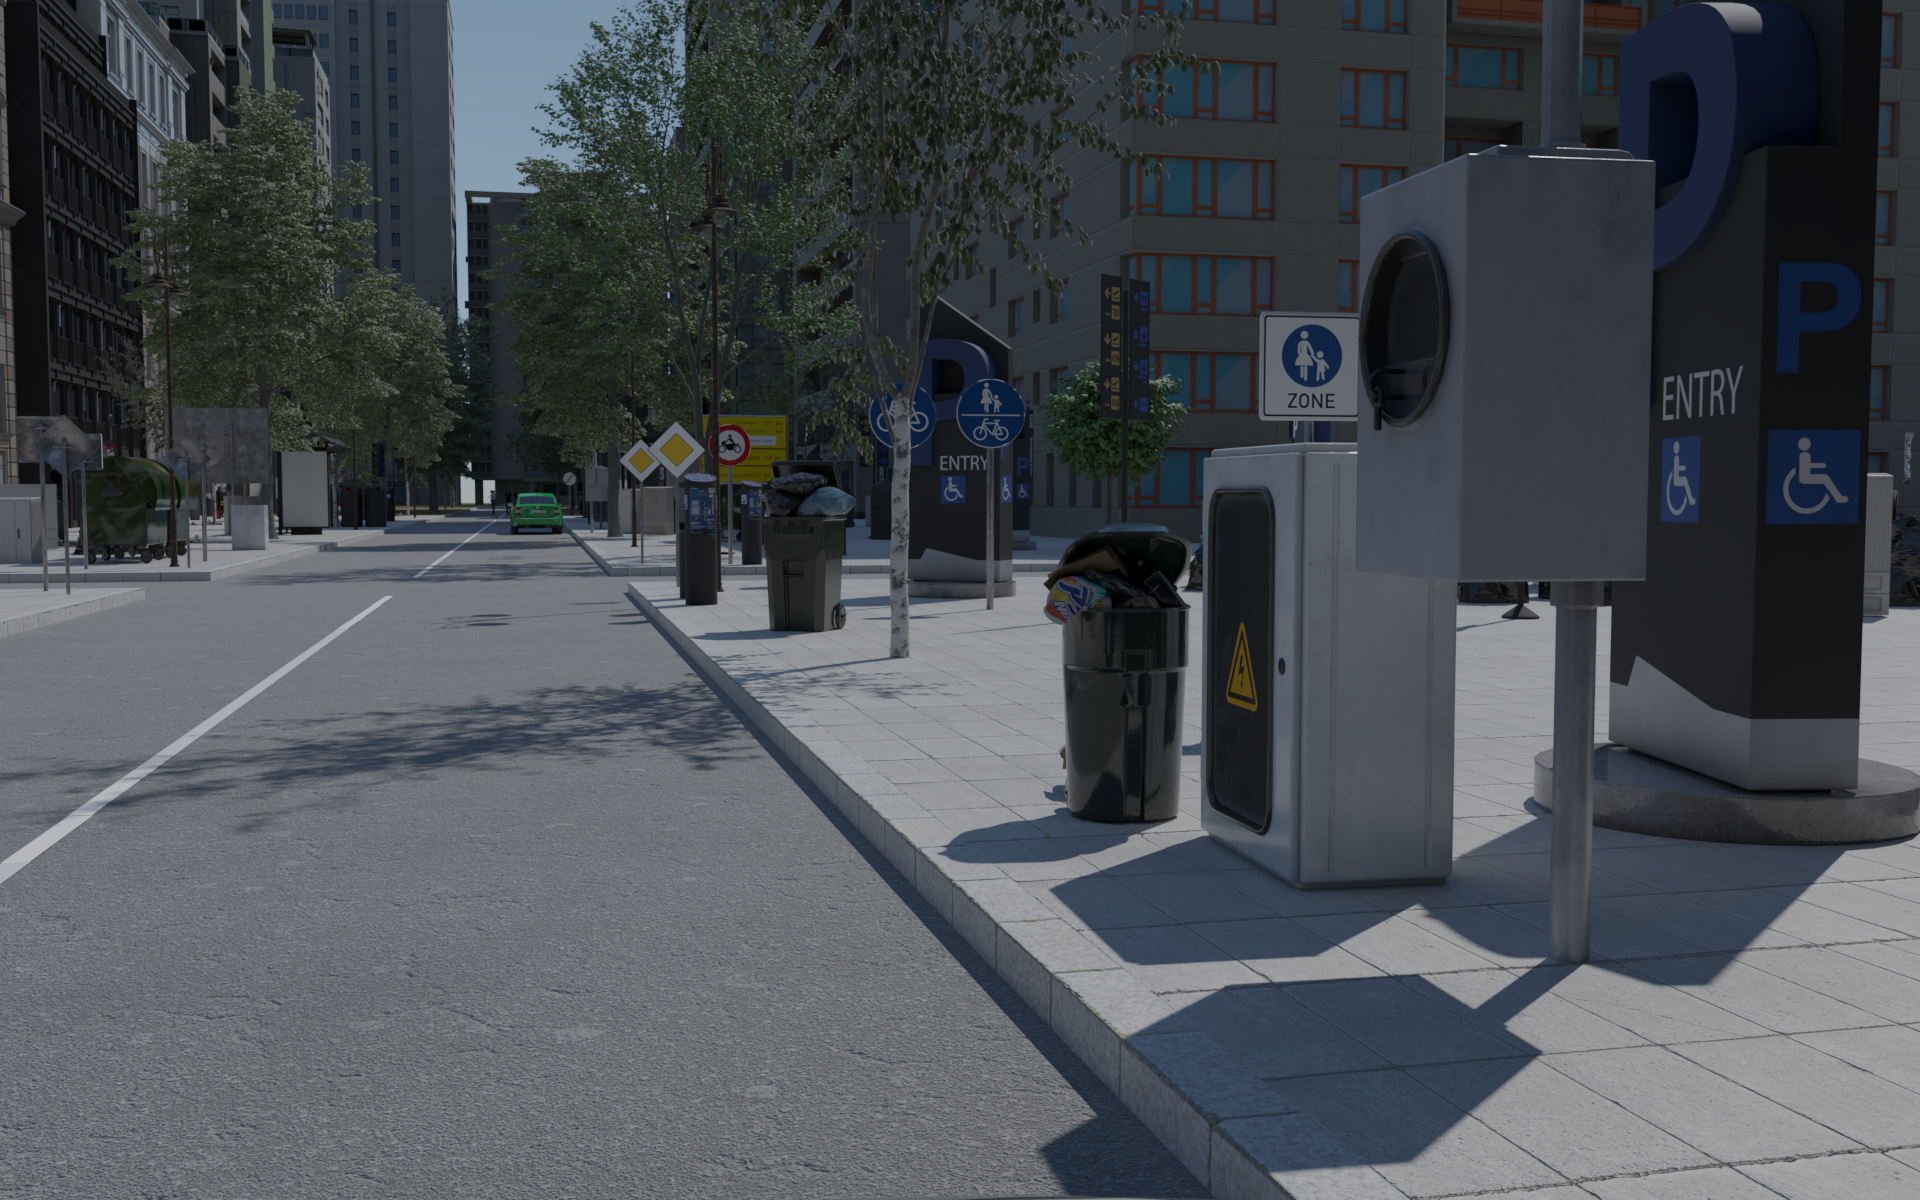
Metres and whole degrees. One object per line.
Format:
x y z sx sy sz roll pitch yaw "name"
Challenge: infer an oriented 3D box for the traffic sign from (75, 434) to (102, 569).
-14.894 -1.671 29.458 0.606 2.300 0.079 0 4 -5 "traffic sign"

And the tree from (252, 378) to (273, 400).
-32.963 -7.727 76.698 4.360 8.622 3.978 0 3 0 "tree"

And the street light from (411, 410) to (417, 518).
-29.420 -7.371 93.303 0.468 5.910 1.993 -1 4 -14 "street light"

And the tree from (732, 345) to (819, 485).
-9.024 -8.225 84.845 4.737 8.622 4.395 0 3 0 "tree"

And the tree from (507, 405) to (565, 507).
-40.963 -16.250 176.057 12.009 13.543 11.850 0 3 0 "tree"

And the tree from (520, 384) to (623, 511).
-28.916 -13.789 132.110 9.857 13.997 8.962 0 3 0 "tree"

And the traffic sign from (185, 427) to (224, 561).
-14.384 -2.007 32.926 0.768 2.556 0.104 0 4 -7 "traffic sign"

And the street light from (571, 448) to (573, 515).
-23.391 -8.042 104.279 0.468 5.910 1.993 -1 4 -14 "street light"

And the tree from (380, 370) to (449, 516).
-32.595 -9.321 102.766 4.360 8.622 3.978 0 3 0 "tree"

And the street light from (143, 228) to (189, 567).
-13.845 -3.521 30.349 0.468 5.910 1.993 -1 4 -14 "street light"

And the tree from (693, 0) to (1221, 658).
-0.310 -3.864 13.531 4.360 8.622 3.978 0 3 0 "tree"

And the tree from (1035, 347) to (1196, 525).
3.287 -3.254 36.918 4.285 4.588 4.351 0 3 0 "tree"

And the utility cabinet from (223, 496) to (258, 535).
-22.838 -2.683 55.032 0.306 1.237 1.020 3 4 39 "utility cabinet"

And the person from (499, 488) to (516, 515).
-31.294 -6.818 119.983 1.348 1.822 0.705 1 4 17 "person"

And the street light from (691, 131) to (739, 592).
-3.184 -3.044 22.551 0.468 5.910 1.993 -1 4 -14 "street light"

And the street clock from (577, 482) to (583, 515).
-23.026 -6.159 105.276 0.471 2.002 0.358 -1 4 -20 "street clock"

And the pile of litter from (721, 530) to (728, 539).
-7.220 -2.184 49.680 1.176 0.858 1.719 -1 4 -13 "pile of litter"

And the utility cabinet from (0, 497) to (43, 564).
-17.497 -1.284 32.149 1.020 1.237 0.306 1 4 22 "utility cabinet"

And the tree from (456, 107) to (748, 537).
-10.173 -8.127 50.996 7.486 12.596 7.792 0 3 0 "tree"

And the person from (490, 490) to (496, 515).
-32.812 -6.854 121.493 0.436 1.711 0.756 1 4 19 "person"

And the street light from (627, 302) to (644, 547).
-7.883 -4.219 41.768 0.468 5.910 1.993 -1 4 -14 "street light"

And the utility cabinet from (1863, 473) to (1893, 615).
9.147 -0.587 18.283 1.173 1.500 0.318 1 4 15 "utility cabinet"

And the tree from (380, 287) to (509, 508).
-48.219 -18.645 160.733 12.611 20.169 13.585 0 3 0 "tree"

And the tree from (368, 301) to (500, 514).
-34.708 -12.677 113.928 9.857 13.997 8.962 0 3 0 "tree"

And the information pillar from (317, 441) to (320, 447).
-28.364 -5.215 76.627 0.183 3.616 0.504 -2 4 -25 "information pillar"

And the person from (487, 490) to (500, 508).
-47.816 -10.344 177.620 1.348 1.824 0.705 -2 4 -33 "person"

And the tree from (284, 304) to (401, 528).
-23.449 -7.014 65.036 4.737 8.622 4.395 0 3 0 "tree"

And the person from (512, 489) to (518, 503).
-36.395 -8.167 142.054 0.705 1.821 1.348 1 4 22 "person"

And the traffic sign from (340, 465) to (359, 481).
-26.282 -4.558 74.624 0.768 2.556 0.104 -1 4 -12 "traffic sign"

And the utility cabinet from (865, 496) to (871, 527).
-3.165 -3.430 67.244 1.020 1.237 0.306 2 4 23 "utility cabinet"

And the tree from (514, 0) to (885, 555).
-5.347 -6.764 36.352 9.928 11.665 9.643 0 3 0 "tree"

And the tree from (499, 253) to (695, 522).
-16.339 -9.962 79.886 9.611 12.733 9.660 0 3 0 "tree"

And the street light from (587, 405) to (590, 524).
-15.659 -6.130 73.014 0.468 5.910 1.993 -1 4 -14 "street light"

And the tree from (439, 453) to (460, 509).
-43.042 -11.856 144.210 4.737 8.622 4.395 0 3 0 "tree"

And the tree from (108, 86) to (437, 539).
-19.484 -7.968 48.407 7.486 12.596 7.792 0 3 0 "tree"

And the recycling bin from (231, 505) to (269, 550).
-16.330 -1.669 39.837 0.722 1.027 0.722 -1 4 -16 "recycling bin"

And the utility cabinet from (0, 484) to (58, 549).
-21.300 -1.888 39.551 1.173 1.500 0.318 -3 5 -41 "utility cabinet"

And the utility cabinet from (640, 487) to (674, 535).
-9.337 -2.731 53.335 1.173 1.500 0.318 3 4 36 "utility cabinet"

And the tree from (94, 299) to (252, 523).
-28.082 -6.805 61.627 4.360 8.622 3.978 0 3 0 "tree"

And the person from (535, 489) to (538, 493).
-32.572 -7.624 133.153 1.348 1.824 0.705 -3 5 -40 "person"

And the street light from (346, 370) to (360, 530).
-21.567 -5.435 61.642 0.468 5.910 1.993 -1 4 -14 "street light"

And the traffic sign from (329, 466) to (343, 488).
-28.647 -4.861 79.579 0.768 2.556 0.104 0 4 -6 "traffic sign"

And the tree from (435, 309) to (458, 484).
-28.673 -10.339 87.170 7.486 12.596 7.792 0 3 0 "tree"
